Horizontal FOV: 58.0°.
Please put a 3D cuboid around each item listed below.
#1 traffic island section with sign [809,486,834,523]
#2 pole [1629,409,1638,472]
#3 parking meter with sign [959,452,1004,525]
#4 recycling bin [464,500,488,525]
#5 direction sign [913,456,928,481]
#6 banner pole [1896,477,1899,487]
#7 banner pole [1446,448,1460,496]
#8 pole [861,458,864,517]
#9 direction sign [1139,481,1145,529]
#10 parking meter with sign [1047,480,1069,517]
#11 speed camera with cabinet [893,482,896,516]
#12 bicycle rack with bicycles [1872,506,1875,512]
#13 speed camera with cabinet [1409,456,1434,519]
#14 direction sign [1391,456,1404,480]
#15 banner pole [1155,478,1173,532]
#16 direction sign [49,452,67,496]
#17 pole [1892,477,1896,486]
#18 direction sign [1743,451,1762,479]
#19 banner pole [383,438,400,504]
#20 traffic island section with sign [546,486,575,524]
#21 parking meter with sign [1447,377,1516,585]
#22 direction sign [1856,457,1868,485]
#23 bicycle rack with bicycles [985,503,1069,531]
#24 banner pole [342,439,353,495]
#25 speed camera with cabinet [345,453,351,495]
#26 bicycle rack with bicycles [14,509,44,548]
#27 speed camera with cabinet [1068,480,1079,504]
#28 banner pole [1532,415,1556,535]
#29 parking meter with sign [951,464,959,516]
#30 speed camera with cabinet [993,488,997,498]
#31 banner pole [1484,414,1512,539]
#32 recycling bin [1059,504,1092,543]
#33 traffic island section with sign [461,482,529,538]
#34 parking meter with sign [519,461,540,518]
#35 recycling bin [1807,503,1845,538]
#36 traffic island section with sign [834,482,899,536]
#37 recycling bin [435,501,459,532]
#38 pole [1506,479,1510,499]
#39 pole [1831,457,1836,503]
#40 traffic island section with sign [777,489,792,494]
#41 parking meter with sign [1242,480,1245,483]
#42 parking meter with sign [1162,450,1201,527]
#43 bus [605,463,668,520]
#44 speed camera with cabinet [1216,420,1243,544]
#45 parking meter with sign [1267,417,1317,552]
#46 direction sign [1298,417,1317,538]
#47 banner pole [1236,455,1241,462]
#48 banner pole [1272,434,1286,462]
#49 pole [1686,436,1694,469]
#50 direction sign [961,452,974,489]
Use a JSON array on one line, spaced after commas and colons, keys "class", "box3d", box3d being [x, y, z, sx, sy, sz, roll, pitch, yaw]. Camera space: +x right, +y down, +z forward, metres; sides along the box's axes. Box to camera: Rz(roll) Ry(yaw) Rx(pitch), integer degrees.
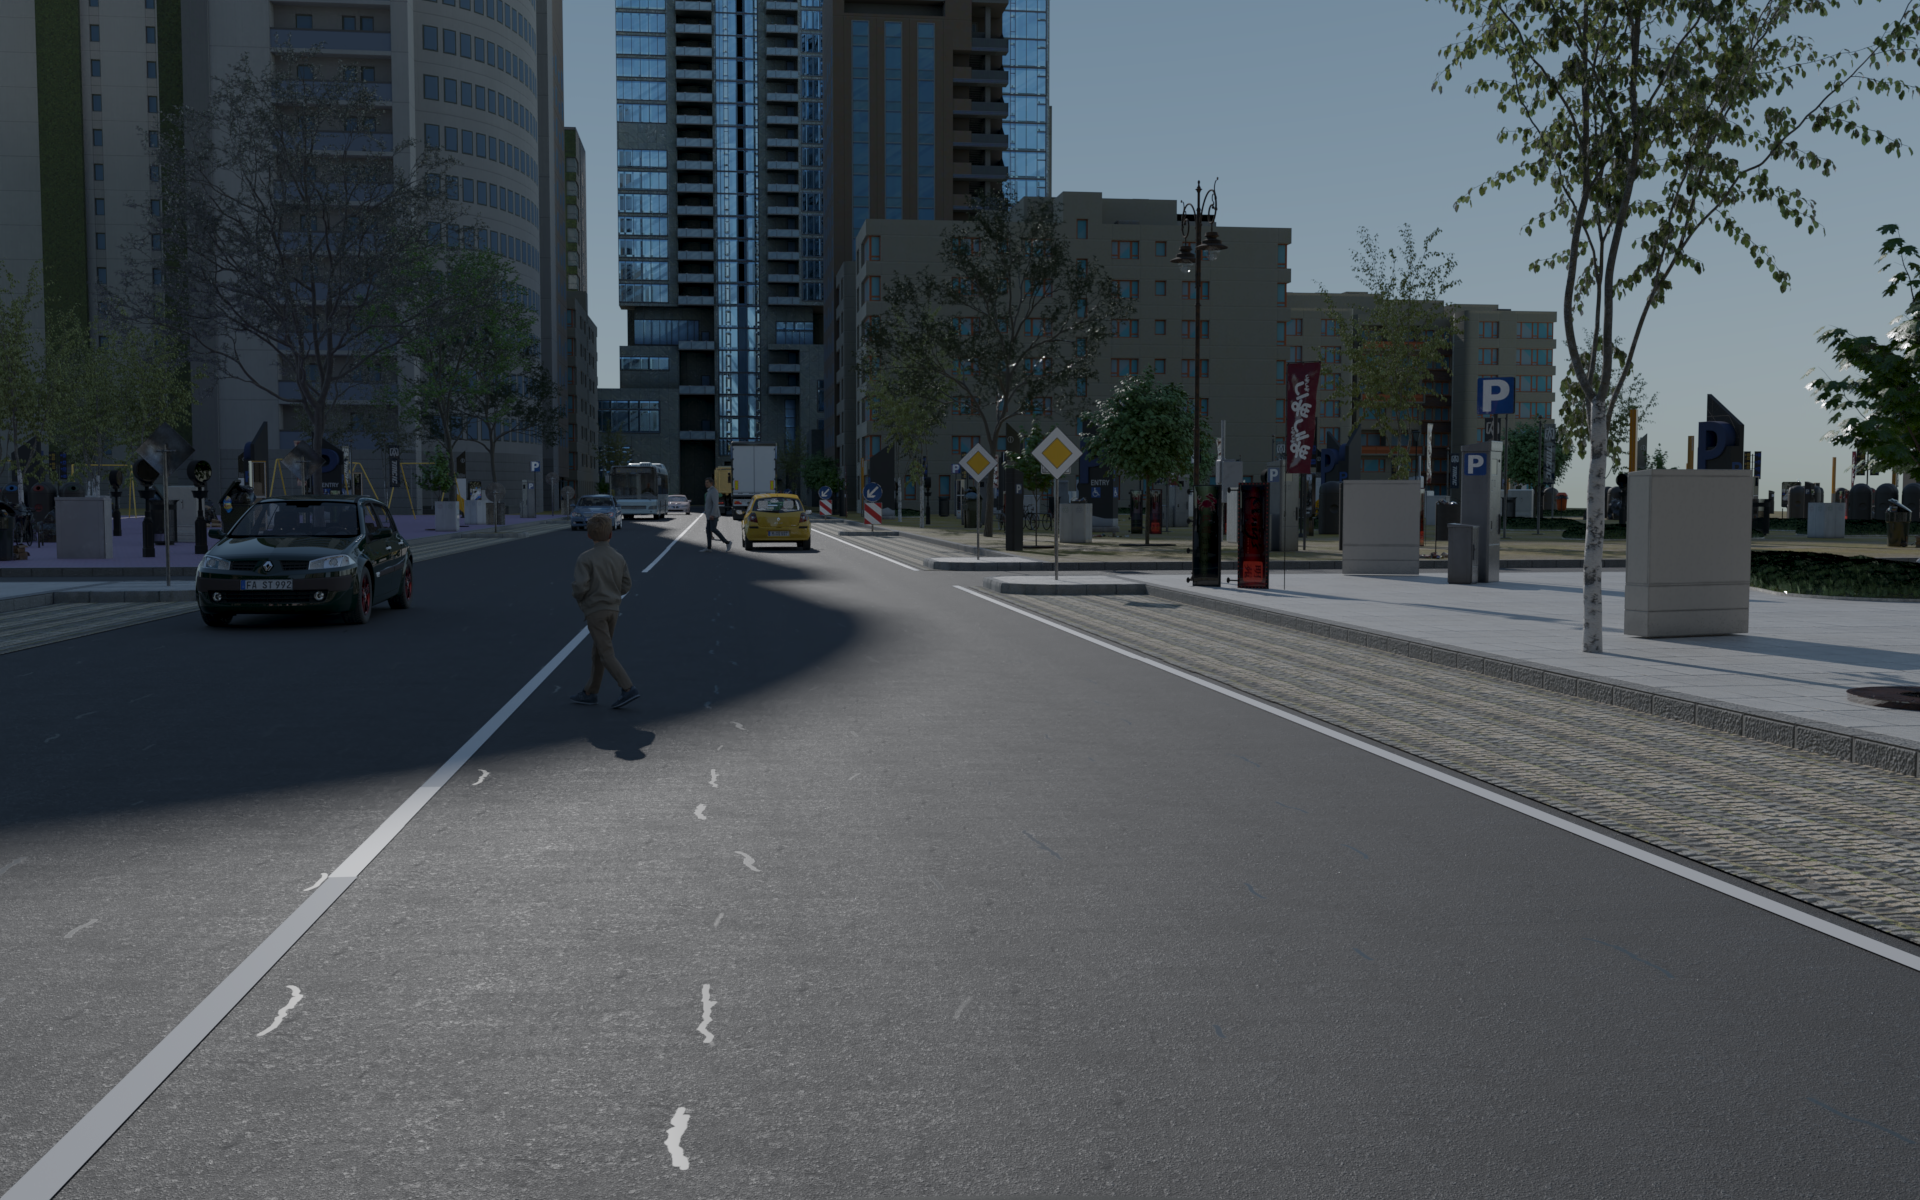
[{"class": "traffic island section with sign", "box3d": [-6.861, -4.756, 86.388, 1.989, 1.847, 2.006, 0, 4, -8]}, {"class": "pole", "box3d": [16.211, -2.930, 41.746, 0.158, 3.312, 0.155, 0, 3, 0]}, {"class": "parking meter with sign", "box3d": [0.931, -4.604, 71.533, 1.738, 3.016, 0.543, 0, 4, 4]}, {"class": "recycling bin", "box3d": [-20.345, -3.689, 72.875, 0.722, 1.027, 0.722, 2, 4, 28]}, {"class": "direction sign", "box3d": [-2.350, -6.792, 103.045, 0.876, 3.537, 0.379, -1, 4, -17]}, {"class": "banner pole", "box3d": [40.130, -5.145, 74.135, 0.401, 3.779, 0.863, 3, 4, 36]}, {"class": "banner pole", "box3d": [26.509, -6.322, 93.374, 0.863, 3.779, 0.401, 2, 4, 29]}, {"class": "pole", "box3d": [-5.516, -6.367, 97.942, 0.158, 3.312, 0.155, 0, 3, 0]}, {"class": "direction sign", "box3d": [6.705, -4.427, 64.373, 0.876, 3.537, 0.379, 3, 5, 45]}, {"class": "parking meter with sign", "box3d": [5.693, -6.117, 96.279, 1.738, 3.016, 0.543, 0, 4, 1]}, {"class": "speed camera with cabinet", "box3d": [-3.817, -6.028, 92.892, 0.660, 3.252, 2.038, 0, 4, 3]}, {"class": "bicycle rack with bicycles", "box3d": [50.327, -5.113, 96.977, 2.852, 0.926, 2.925, -1, 4, -15]}, {"class": "speed camera with cabinet", "box3d": [24.022, -5.863, 90.193, 0.660, 3.252, 2.038, 3, 4, 38]}, {"class": "direction sign", "box3d": [25.792, -6.738, 102.158, 0.379, 3.537, 0.876, -3, 4, -37]}, {"class": "banner pole", "box3d": [6.877, -4.204, 58.749, 0.401, 3.779, 0.863, -2, 4, -35]}, {"class": "direction sign", "box3d": [-48.082, -6.139, 92.375, 0.876, 3.537, 0.379, -1, 4, -11]}, {"class": "pole", "box3d": [37.812, -4.666, 70.124, 0.158, 3.312, 0.155, 0, 3, 0]}, {"class": "direction sign", "box3d": [41.788, -6.080, 91.403, 0.876, 3.537, 0.379, 0, 4, 8]}, {"class": "banner pole", "box3d": [-25.578, -5.374, 77.874, 0.863, 3.779, 0.401, -2, 4, -24]}, {"class": "traffic island section with sign", "box3d": [-18.905, -4.590, 83.676, 1.989, 1.847, 2.006, 0, 4, -8]}, {"class": "parking meter with sign", "box3d": [7.571, -1.772, 25.241, 0.543, 3.016, 1.738, 2, 4, 32]}, {"class": "direction sign", "box3d": [38.304, -4.962, 73.124, 0.876, 3.537, 0.379, 3, 4, 38]}, {"class": "bicycle rack with bicycles", "box3d": [2.118, -2.922, 61.153, 2.852, 0.926, 2.925, -1, 4, -20]}, {"class": "banner pole", "box3d": [-27.936, -5.450, 79.127, 0.401, 3.779, 0.863, 1, 4, 20]}, {"class": "speed camera with cabinet", "box3d": [-29.555, -5.363, 82.016, 2.038, 3.252, 0.660, 0, 4, 3]}, {"class": "bicycle rack with bicycles", "box3d": [-23.207, -1.722, 41.532, 2.852, 0.926, 2.925, -2, 4, -24]}, {"class": "speed camera with cabinet", "box3d": [6.949, -6.746, 104.635, 0.660, 3.252, 2.038, -3, 5, -42]}, {"class": "banner pole", "box3d": [18.424, -3.946, 54.539, 0.401, 3.779, 0.863, -2, 4, -29]}, {"class": "parking meter with sign", "box3d": [-0.019, -6.403, 100.947, 0.543, 3.016, 1.738, 1, 4, 15]}, {"class": "speed camera with cabinet", "box3d": [2.272, -5.929, 91.273, 2.038, 3.252, 0.660, 1, 4, 12]}, {"class": "banner pole", "box3d": [15.524, -3.670, 50.014, 0.863, 3.779, 0.401, 0, 4, 2]}, {"class": "recycling bin", "box3d": [3.057, -2.026, 45.678, 0.722, 1.027, 0.722, 1, 4, 19]}, {"class": "traffic island section with sign", "box3d": [-15.246, -2.951, 56.883, 1.989, 1.847, 2.006, 0, 4, -8]}, {"class": "parking meter with sign", "box3d": [-23.088, -5.899, 92.715, 0.543, 3.016, 1.738, -3, 4, -38]}, {"class": "recycling bin", "box3d": [25.269, -2.322, 50.522, 0.722, 1.027, 0.722, -1, 4, -14]}, {"class": "traffic island section with sign", "box3d": [-3.180, -3.123, 59.684, 1.989, 1.847, 2.006, 0, 4, -8]}, {"class": "recycling bin", "box3d": [-17.619, -2.872, 59.516, 0.722, 1.027, 0.722, -1, 4, -9]}, {"class": "pole", "box3d": [31.391, -6.442, 99.165, 0.158, 3.312, 0.155, 0, 3, 0]}, {"class": "pole", "box3d": [48.106, -6.210, 95.375, 0.158, 3.312, 0.155, 0, 3, 0]}, {"class": "traffic island section with sign", "box3d": [-13.621, -7.776, 135.771, 1.989, 1.847, 2.006, 0, 4, -8]}, {"class": "parking meter with sign", "box3d": [14.838, -5.886, 92.495, 1.738, 3.016, 0.543, 1, 4, 23]}, {"class": "parking meter with sign", "box3d": [8.447, -4.323, 66.948, 1.738, 3.016, 0.543, -2, 4, -28]}, {"class": "bus", "box3d": [-18.380, -6.404, 99.563, 2.948, 3.499, 13.247, 0, 4, -7]}, {"class": "speed camera with cabinet", "box3d": [7.321, -3.146, 45.766, 0.660, 3.252, 2.038, 0, 4, -8]}, {"class": "parking meter with sign", "box3d": [7.232, -2.608, 38.903, 1.738, 3.016, 0.543, -3, 5, -41]}, {"class": "direction sign", "box3d": [10.063, -3.610, 51.014, 0.876, 3.537, 0.379, 1, 4, 20]}, {"class": "banner pole", "box3d": [17.709, -7.343, 110.080, 0.401, 3.779, 0.863, -1, 4, -15]}, {"class": "banner pole", "box3d": [13.240, -5.028, 72.227, 0.863, 3.779, 0.401, 3, 5, 42]}, {"class": "pole", "box3d": [25.520, -4.080, 60.546, 0.158, 3.312, 0.155, 0, 3, 0]}, {"class": "direction sign", "box3d": [0.408, -6.164, 92.779, 0.876, 3.537, 0.379, -3, 5, -41]}]
